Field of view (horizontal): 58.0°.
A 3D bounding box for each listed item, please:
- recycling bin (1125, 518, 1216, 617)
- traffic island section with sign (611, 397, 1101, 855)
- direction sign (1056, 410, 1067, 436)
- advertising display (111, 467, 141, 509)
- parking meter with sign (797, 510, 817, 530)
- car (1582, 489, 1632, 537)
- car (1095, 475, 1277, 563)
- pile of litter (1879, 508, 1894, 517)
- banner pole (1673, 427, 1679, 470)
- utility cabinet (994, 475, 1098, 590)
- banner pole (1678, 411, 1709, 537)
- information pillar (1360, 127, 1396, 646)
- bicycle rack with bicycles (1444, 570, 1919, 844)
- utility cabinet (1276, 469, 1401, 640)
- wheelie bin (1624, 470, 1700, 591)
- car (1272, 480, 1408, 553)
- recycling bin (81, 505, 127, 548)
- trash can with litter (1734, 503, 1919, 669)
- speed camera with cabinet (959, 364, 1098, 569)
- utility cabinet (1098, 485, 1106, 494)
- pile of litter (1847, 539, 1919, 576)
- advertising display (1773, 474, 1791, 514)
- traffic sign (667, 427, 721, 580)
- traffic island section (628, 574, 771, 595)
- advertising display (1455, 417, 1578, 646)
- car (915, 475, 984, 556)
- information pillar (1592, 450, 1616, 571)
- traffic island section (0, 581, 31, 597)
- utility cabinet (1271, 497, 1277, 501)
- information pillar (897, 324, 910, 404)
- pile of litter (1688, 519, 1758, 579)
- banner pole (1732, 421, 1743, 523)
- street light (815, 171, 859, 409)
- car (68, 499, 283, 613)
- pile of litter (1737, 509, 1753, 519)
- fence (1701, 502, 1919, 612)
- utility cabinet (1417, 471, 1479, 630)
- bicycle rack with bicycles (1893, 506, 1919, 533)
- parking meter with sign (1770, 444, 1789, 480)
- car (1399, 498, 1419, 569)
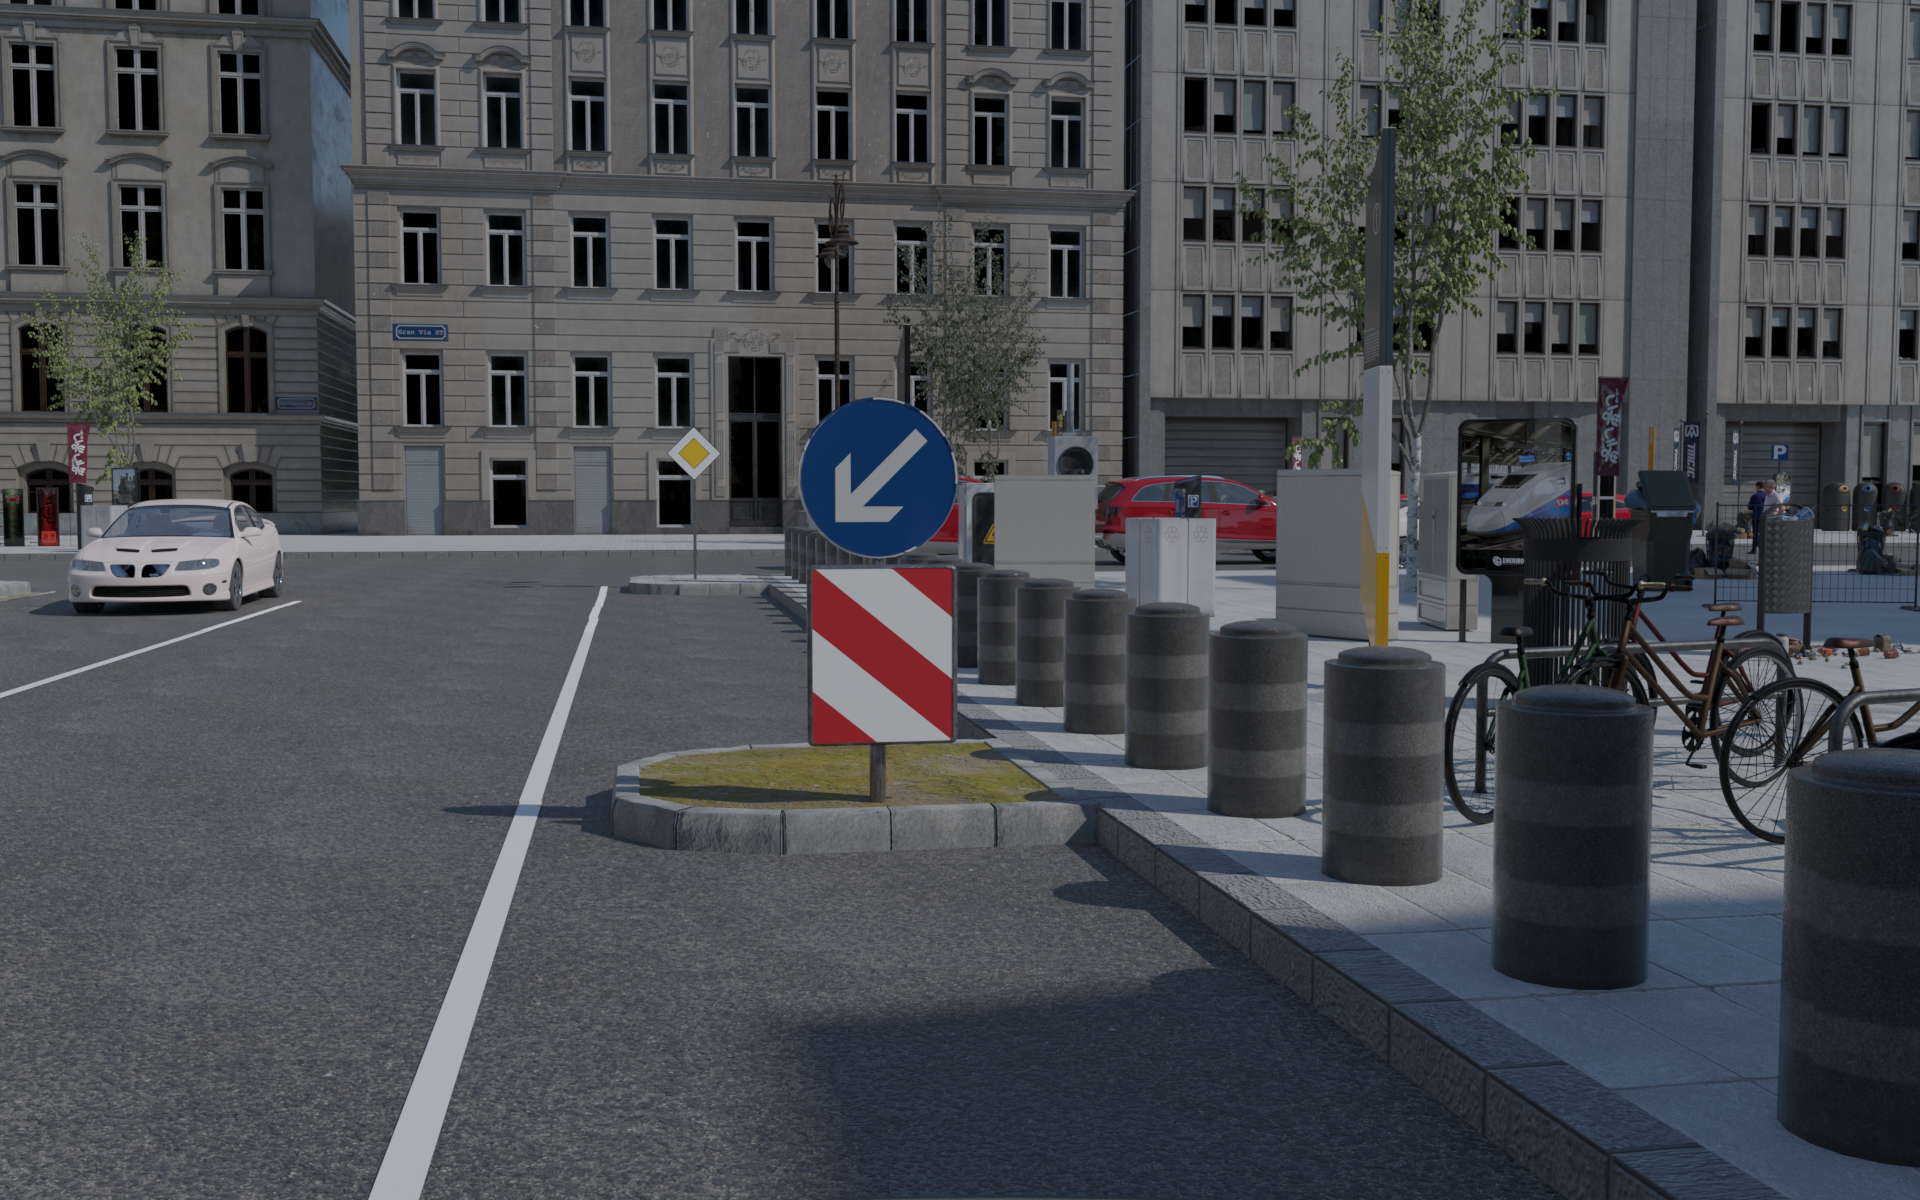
[{"bbox_3d":[2.208,-0.346,18.211,0.722,1.027,0.722,-1,4,-23],"label":"recycling bin"},{"bbox_3d":[-0.574,0.047,7.860,1.989,1.847,2.006,-1,4,-11],"label":"traffic island section with sign"},{"bbox_3d":[2.811,-3.363,46.986,0.379,3.537,0.876,2,4,29],"label":"direction sign"},{"bbox_3d":[-20.245,-2.254,42.064,0.974,1.923,0.123,2,4,31],"label":"advertising display"},{"bbox_3d":[-3.388,-2.964,44.718,1.738,3.016,0.543,-3,5,-43],"label":"parking meter with sign"},{"bbox_3d":[14.085,-1.941,40.783,4.494,1.783,2.155,-1,4,-9],"label":"car"},{"bbox_3d":[5.164,-1.657,35.761,5.304,1.827,2.281,-1,4,-12],"label":"car"},{"bbox_3d":[28.021,-2.378,52.851,1.176,0.858,1.719,2,4,33],"label":"pile of litter"},{"bbox_3d":[23.815,-4.127,57.492,0.401,3.779,0.863,3,5,44],"label":"banner pole"},{"bbox_3d":[0.993,-0.714,20.357,1.173,1.500,0.318,0,4,3],"label":"utility cabinet"},{"bbox_3d":[22.225,-3.807,52.262,0.863,3.779,0.401,2,4,24],"label":"banner pole"},{"bbox_3d":[2.745,-1.225,11.383,0.183,3.616,0.504,0,4,1],"label":"information pillar"},{"bbox_3d":[3.192,0.389,7.015,2.925,0.926,2.852,-1,4,-22],"label":"bicycle rack with bicycles"},{"bbox_3d":[3.361,-0.413,15.436,0.318,1.500,1.173,-3,4,-36],"label":"utility cabinet"},{"bbox_3d":[9.283,-0.924,23.020,0.980,1.594,0.693,0,4,-3],"label":"wheelie bin"},{"bbox_3d":[9.063,-1.960,41.085,4.494,1.783,2.155,-1,4,-9],"label":"car"},{"bbox_3d":[-18.970,-1.582,38.417,0.722,1.027,0.722,0,4,1],"label":"recycling bin"},{"bbox_3d":[6.930,-0.165,13.749,2.233,1.210,1.678,-1,4,-23],"label":"trash can with litter"},{"bbox_3d":[1.024,-1.945,26.135,2.038,3.252,0.660,0,4,-8],"label":"speed camera with cabinet"},{"bbox_3d":[3.804,-2.177,44.271,1.173,1.500,0.318,2,4,31],"label":"utility cabinet"},{"bbox_3d":[14.949,-0.854,27.925,1.176,0.858,1.719,2,4,34],"label":"pile of litter"},{"bbox_3d":[26.120,-3.050,55.074,0.974,1.923,0.123,-3,4,-38],"label":"advertising display"},{"bbox_3d":[-3.976,-1.363,25.933,0.795,2.450,0.064,-1,4,-11],"label":"traffic sign"},{"bbox_3d":[-3.954,-0.228,26.015,2.009,0.180,2.903,-1,4,-11],"label":"traffic island section"},{"bbox_3d":[4.747,-0.586,14.802,0.974,1.923,0.123,2,4,27],"label":"advertising display"},{"bbox_3d":[-0.084,-1.501,33.212,5.304,1.827,2.281,-1,4,-10],"label":"car"},{"bbox_3d":[10.740,-1.493,28.903,0.304,2.012,0.304,0,4,3],"label":"information pillar"},{"bbox_3d":[-14.318,-0.111,24.095,2.009,0.180,2.903,-1,4,-11],"label":"traffic island section"},{"bbox_3d":[20.273,-6.040,109.919,0.306,1.237,1.020,-1,4,-23],"label":"utility cabinet"},{"bbox_3d":[-0.783,-2.011,24.228,0.183,3.616,0.504,-1,4,-15],"label":"information pillar"},{"bbox_3d":[11.602,-0.759,26.378,1.719,0.858,1.176,3,5,42],"label":"pile of litter"},{"bbox_3d":[26.632,-4.242,59.381,0.863,3.779,0.401,-3,5,-43],"label":"banner pole"},{"bbox_3d":[-1.786,-3.205,25.193,0.468,5.910,1.993,-1,4,-11],"label":"street light"},{"bbox_3d":[-10.070,-0.621,22.521,2.083,1.381,4.827,-1,4,-12],"label":"car"},{"bbox_3d":[22.401,-2.198,49.902,1.176,0.858,1.719,0,4,7],"label":"pile of litter"},{"bbox_3d":[9.518,-0.493,19.260,2.264,1.192,0.480,1,4,9],"label":"fence"},{"bbox_3d":[4.677,-0.488,16.656,0.318,1.500,1.173,0,4,2],"label":"utility cabinet"},{"bbox_3d":[31.866,-2.659,56.858,2.925,0.926,2.852,1,4,22],"label":"bicycle rack with bicycles"},{"bbox_3d":[28.387,-3.910,60.190,0.543,3.016,1.738,2,4,30],"label":"parking meter with sign"},{"bbox_3d":[9.390,-1.283,33.332,4.827,1.381,2.083,-1,4,-12],"label":"car"}]
